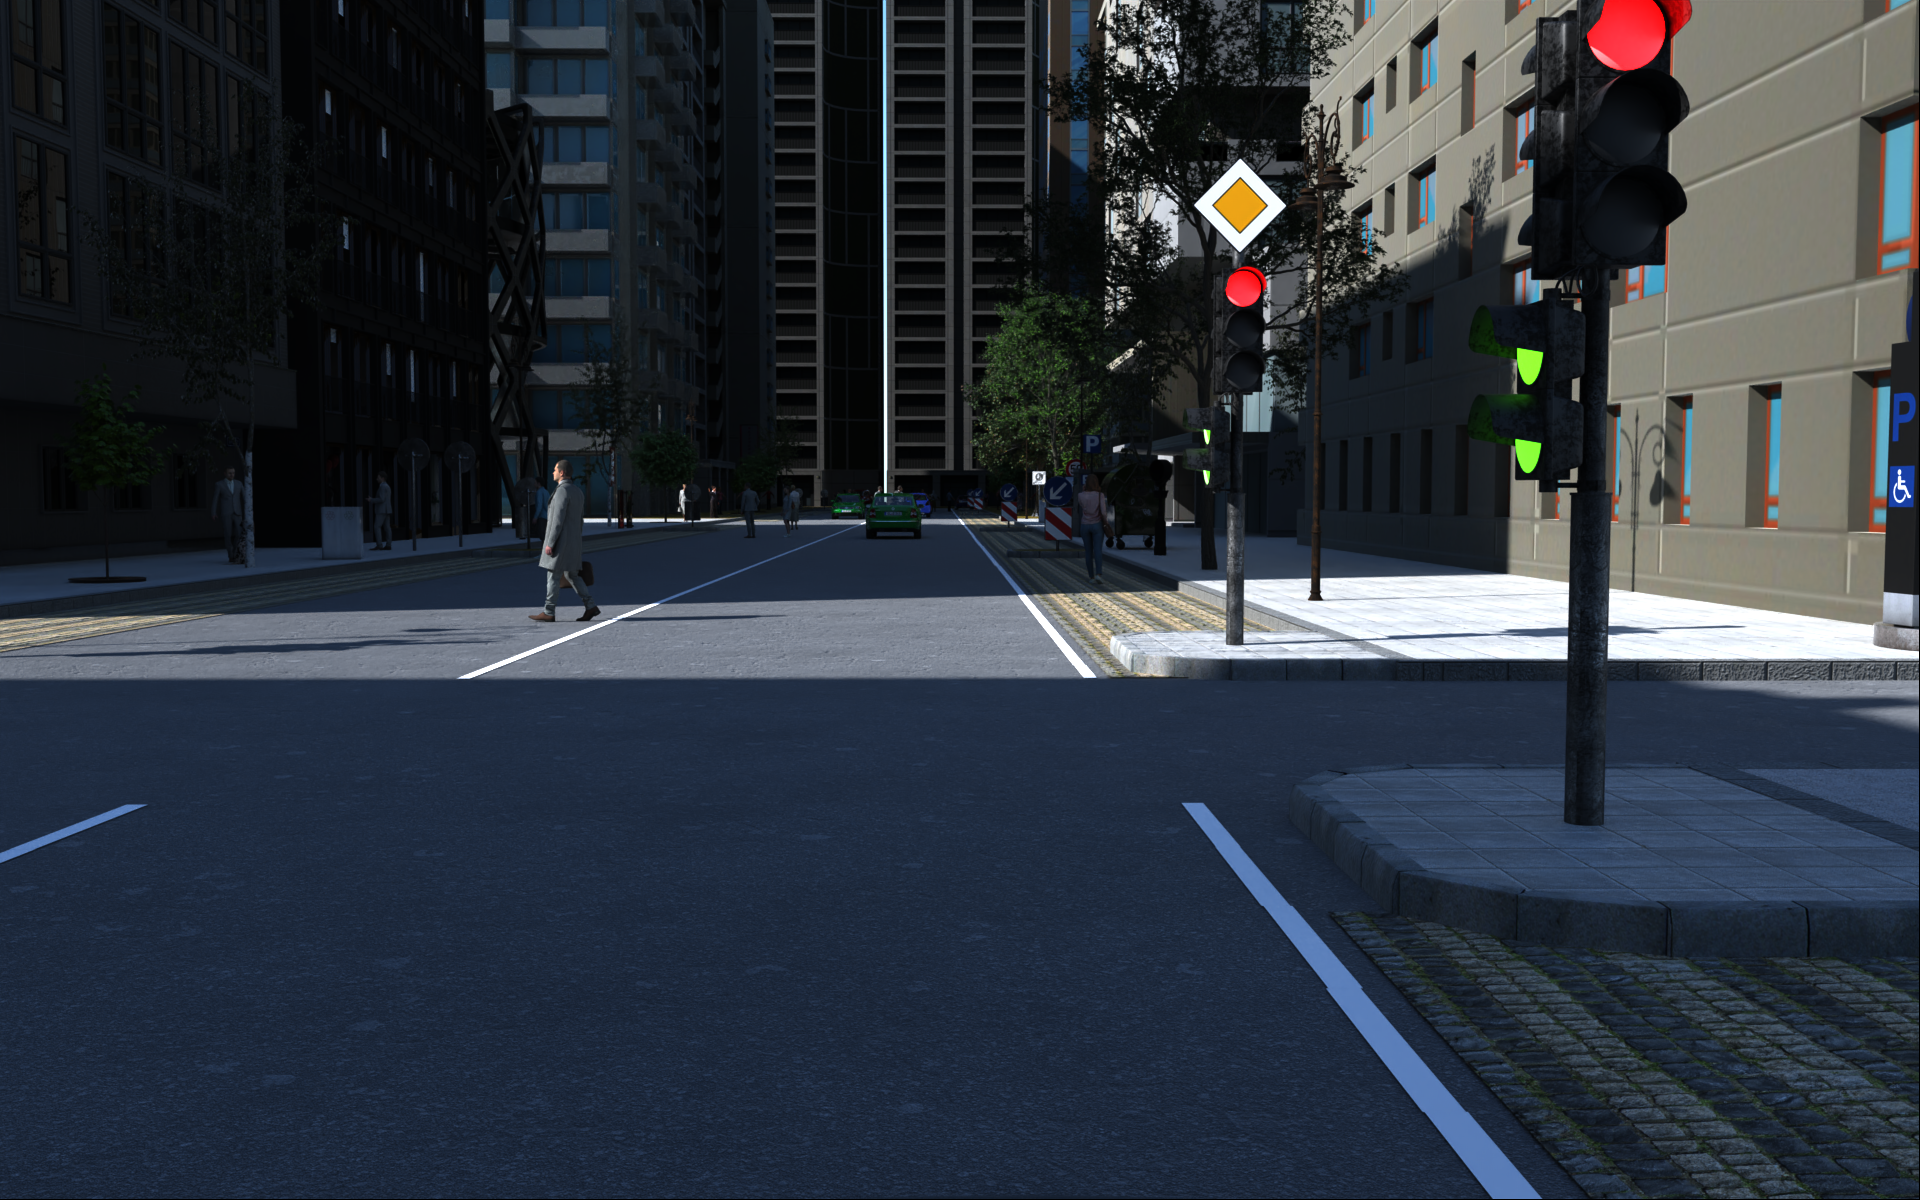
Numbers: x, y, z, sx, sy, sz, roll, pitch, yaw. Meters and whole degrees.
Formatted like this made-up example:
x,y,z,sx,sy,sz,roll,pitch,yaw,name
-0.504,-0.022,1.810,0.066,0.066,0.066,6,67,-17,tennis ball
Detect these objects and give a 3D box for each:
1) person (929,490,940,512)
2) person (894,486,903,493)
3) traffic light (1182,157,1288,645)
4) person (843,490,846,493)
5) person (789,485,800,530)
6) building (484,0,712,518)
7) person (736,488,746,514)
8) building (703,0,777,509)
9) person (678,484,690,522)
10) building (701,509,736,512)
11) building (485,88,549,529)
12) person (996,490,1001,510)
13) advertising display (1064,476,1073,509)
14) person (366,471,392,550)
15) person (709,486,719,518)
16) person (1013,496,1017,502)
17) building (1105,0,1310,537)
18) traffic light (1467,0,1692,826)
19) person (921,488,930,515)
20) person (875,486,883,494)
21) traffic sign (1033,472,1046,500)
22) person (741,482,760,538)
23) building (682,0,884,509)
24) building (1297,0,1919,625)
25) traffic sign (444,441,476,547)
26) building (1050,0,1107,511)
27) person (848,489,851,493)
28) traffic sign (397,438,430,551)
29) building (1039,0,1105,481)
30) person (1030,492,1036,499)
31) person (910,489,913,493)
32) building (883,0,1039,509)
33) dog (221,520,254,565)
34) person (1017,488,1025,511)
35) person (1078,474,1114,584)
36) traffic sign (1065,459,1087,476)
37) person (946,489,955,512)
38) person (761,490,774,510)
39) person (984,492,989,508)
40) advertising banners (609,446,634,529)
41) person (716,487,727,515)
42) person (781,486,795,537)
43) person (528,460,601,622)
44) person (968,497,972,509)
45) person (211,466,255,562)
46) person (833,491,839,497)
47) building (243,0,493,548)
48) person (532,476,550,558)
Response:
x,y,z,sx,sy,sz,roll,pitch,yaw,name
-2.182,-8.042,140.719,1.217,1.736,0.721,-1,4,-22,person
-2.968,-4.553,83.039,0.679,1.850,0.850,-3,5,-42,person
2.321,-1.573,14.637,0.839,4.253,0.868,0,4,-1,traffic light
-7.922,-6.619,117.405,0.721,1.739,1.217,-2,4,-26,person
-6.631,-3.708,69.347,0.478,1.798,0.641,-1,4,-14,person
-28.065,-29.623,103.946,23.786,49.044,30.456,0,4,-1,building
-13.590,-6.298,109.732,1.217,1.743,0.721,-1,4,-16,person
-27.653,-32.268,151.287,21.600,48.544,21.300,0,4,-1,building
-12.708,-4.519,80.286,0.694,1.780,0.624,1,4,12,person
-27.702,-42.233,128.762,20.563,71.187,20.611,0,4,-1,building
-24.453,-12.078,64.920,16.820,18.784,16.811,0,4,-1,building
3.127,-8.069,139.436,0.415,1.643,0.593,-1,4,-11,person
4.097,-3.372,60.352,0.974,1.923,0.123,1,4,8,advertising display
-13.263,-2.038,39.565,0.583,1.804,0.606,-1,4,-8,person
-13.150,-5.236,92.452,0.445,1.727,0.742,1,4,9,person
4.961,-9.099,155.729,0.541,1.710,0.530,0,4,7,person
20.031,-29.012,63.593,28.713,52.752,27.495,0,4,-1,building
2.419,-1.084,6.652,0.839,4.253,0.868,0,4,-1,traffic light
-2.561,-6.764,119.100,1.348,1.823,0.705,2,4,24,person
-3.874,-4.540,82.830,0.391,1.810,0.635,1,4,14,person
3.591,-4.671,78.502,0.606,2.300,0.079,0,4,4,traffic sign
-6.864,-2.929,56.497,0.391,1.810,0.635,3,5,39,person
-18.705,-45.630,184.308,20.611,71.187,20.563,0,4,-1,building
23.191,-11.301,29.812,28.899,21.520,27.650,0,4,-1,building
-12.090,-2.555,41.873,0.768,2.556,0.104,0,4,1,traffic sign
22.453,-25.920,115.668,32.217,40.220,23.993,0,4,-1,building
-7.323,-6.417,113.977,0.434,1.755,0.990,2,4,29,person
-12.332,-2.384,39.080,0.768,2.556,0.104,0,4,6,traffic sign
13.409,-29.624,134.464,14.600,45.320,14.200,0,4,-1,building
5.011,-6.455,111.551,0.705,1.831,1.348,3,5,44,person
-3.914,-8.086,140.720,1.348,1.822,0.705,1,4,10,person
2.668,-45.703,185.498,20.611,71.187,20.563,0,4,-1,building
-13.229,-1.058,31.683,0.513,0.831,0.800,3,5,39,dog
4.566,-7.631,131.477,0.621,1.740,0.551,2,4,32,person
2.141,-1.131,27.579,0.593,1.750,0.643,1,4,19,person
4.170,-3.796,62.173,0.768,2.556,0.104,1,4,8,traffic sign
-0.827,-8.149,141.719,0.705,1.826,1.348,-2,4,-29,person
-15.414,-8.157,139.345,1.348,1.831,0.705,-3,5,-45,person
2.420,-9.053,157.288,0.421,1.427,0.697,-1,4,-14,person
-12.593,-4.169,64.348,0.090,3.025,2.074,1,4,13,advertising banners
-14.887,-6.177,107.753,0.721,1.743,1.217,2,4,30,person
-5.731,-2.939,57.552,0.522,1.701,0.512,-2,4,-33,person
-4.450,-0.662,19.433,0.767,1.812,0.694,1,4,10,person
0.895,-8.716,150.947,0.705,1.831,1.348,-1,4,-14,person
-13.670,-1.614,32.548,0.709,1.813,0.853,-3,5,-44,person
-10.940,-8.810,153.350,0.742,1.727,0.445,2,4,23,person
-21.491,-13.385,48.522,12.332,23.373,15.834,0,4,-1,building
-9.154,-1.816,38.217,0.620,1.820,0.660,0,4,3,person
